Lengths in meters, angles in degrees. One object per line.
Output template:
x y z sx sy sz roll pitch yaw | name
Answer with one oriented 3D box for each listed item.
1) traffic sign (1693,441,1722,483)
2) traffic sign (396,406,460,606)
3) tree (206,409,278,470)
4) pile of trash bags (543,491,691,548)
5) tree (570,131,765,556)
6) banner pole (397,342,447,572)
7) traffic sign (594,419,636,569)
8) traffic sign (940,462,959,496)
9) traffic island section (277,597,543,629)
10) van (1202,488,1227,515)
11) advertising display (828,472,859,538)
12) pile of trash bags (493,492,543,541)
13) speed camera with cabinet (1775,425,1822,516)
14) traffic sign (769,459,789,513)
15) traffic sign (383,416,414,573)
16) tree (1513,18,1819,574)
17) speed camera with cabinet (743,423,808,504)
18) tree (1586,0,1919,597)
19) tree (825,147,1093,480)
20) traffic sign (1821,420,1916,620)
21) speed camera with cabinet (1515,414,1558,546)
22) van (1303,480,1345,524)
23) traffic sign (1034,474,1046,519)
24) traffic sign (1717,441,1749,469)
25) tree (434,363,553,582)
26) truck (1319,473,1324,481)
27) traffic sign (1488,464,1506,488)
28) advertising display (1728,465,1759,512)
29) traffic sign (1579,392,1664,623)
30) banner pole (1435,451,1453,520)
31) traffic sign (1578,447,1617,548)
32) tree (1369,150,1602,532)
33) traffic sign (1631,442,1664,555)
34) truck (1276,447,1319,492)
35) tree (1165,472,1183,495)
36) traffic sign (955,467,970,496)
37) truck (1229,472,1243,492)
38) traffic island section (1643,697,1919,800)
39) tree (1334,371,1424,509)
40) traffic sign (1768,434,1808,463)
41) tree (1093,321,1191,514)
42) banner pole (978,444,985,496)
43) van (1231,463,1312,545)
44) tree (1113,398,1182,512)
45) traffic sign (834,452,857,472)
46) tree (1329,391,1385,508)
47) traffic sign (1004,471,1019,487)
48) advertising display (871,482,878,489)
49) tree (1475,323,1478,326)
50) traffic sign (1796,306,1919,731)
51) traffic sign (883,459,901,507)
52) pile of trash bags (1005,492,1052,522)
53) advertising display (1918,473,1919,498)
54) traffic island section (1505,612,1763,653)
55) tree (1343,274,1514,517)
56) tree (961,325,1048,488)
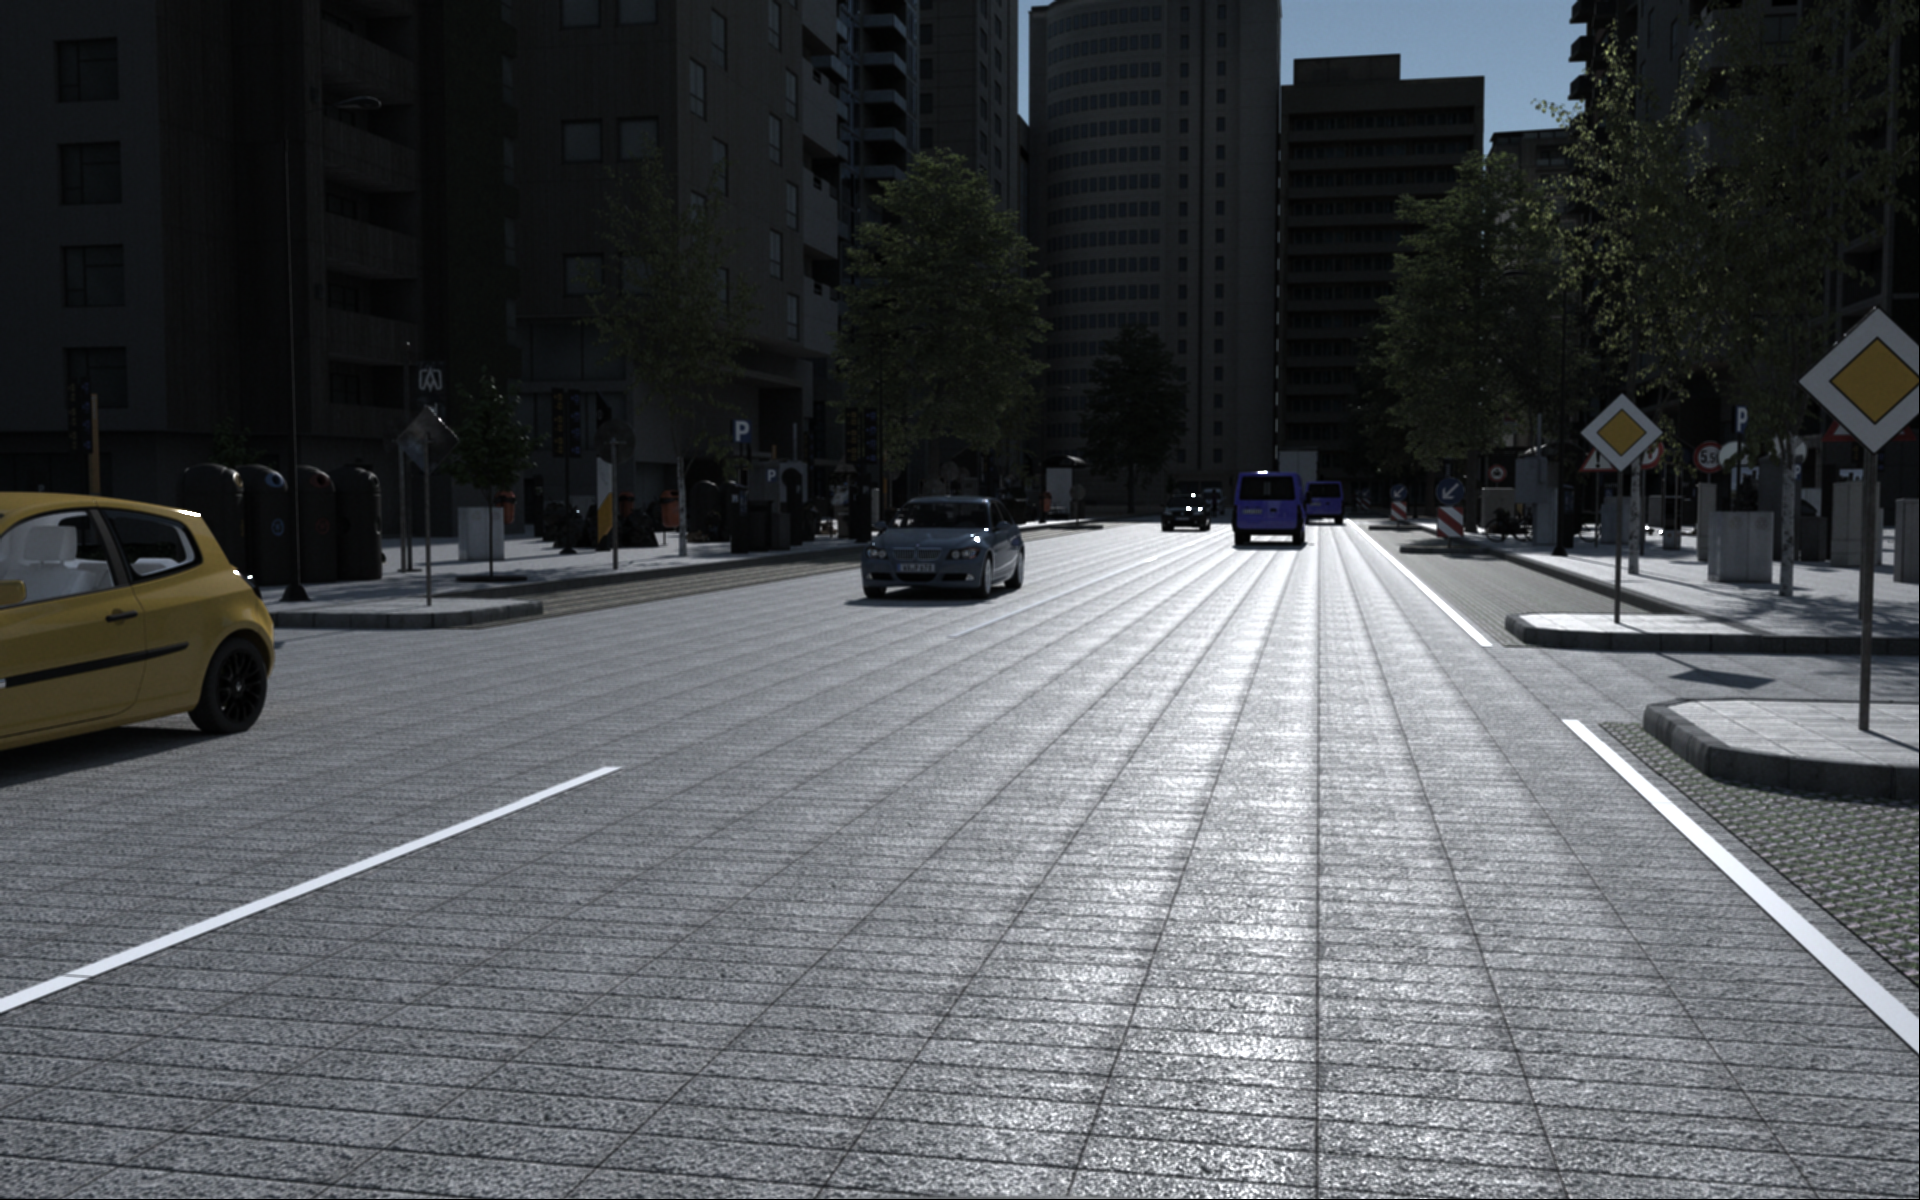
18.079 -2.551 41.822 0.768 2.556 0.104 1 4 13 | traffic sign
-6.087 -0.989 19.805 0.795 2.450 0.064 1 4 12 | traffic sign
-16.596 -2.727 39.189 1.663 3.219 1.824 0 3 0 | tree
-8.146 -1.998 42.417 1.912 1.369 3.447 3 4 38 | pile of trash bags
-5.751 -5.196 35.320 4.737 8.622 4.395 0 3 0 | tree
-8.902 -2.364 28.668 0.863 3.779 0.401 0 4 -6 | banner pole
-5.866 -1.793 29.416 0.768 2.556 0.104 1 4 14 | traffic sign
-0.424 -4.141 67.805 0.768 2.556 0.104 1 4 14 | traffic sign
-6.111 0.147 19.872 2.009 0.180 2.903 1 4 12 | traffic island section
17.573 -6.948 120.619 2.013 2.044 4.112 1 4 10 | van
-3.366 -2.751 50.194 0.974 1.923 0.123 2 4 26 | advertising display
-11.198 -2.327 47.804 3.447 1.369 1.912 0 4 6 | pile of trash bags
23.206 -3.286 48.062 0.660 3.252 2.038 0 4 -5 | speed camera with cabinet
-5.216 -2.929 50.014 0.606 2.300 0.079 1 4 14 | traffic sign
-9.064 -1.715 28.148 0.768 2.556 0.104 1 4 19 | traffic sign
11.014 -4.713 27.412 4.360 8.622 3.978 0 3 0 | tree
-5.302 -3.294 48.189 2.038 3.252 0.660 1 4 8 | speed camera with cabinet
10.150 -4.356 21.576 4.737 8.622 4.395 0 3 0 | tree
-0.430 -8.505 57.184 7.486 12.596 7.792 0 3 0 | tree
9.202 -1.076 17.595 0.884 2.594 0.081 1 4 13 | traffic sign
14.566 -2.994 43.285 0.660 3.252 2.038 3 5 42 | speed camera with cabinet
17.642 -4.892 84.373 2.240 2.365 5.245 1 4 10 | van
4.057 -5.245 87.892 0.606 2.300 0.079 1 4 17 | traffic sign
18.539 -2.532 41.496 0.768 2.556 0.104 1 4 21 | traffic sign
-7.024 -1.904 25.740 1.663 3.219 1.824 0 3 0 | tree
24.740 -7.994 126.618 3.469 3.379 9.791 1 4 13 | truck
22.937 -4.521 74.024 0.768 2.556 0.104 1 4 15 | traffic sign
17.270 -1.998 37.874 0.123 1.923 0.974 -2 4 -30 | advertising display
6.535 -0.828 17.173 0.795 2.450 0.064 1 4 12 | traffic sign
23.961 -5.848 85.639 0.863 3.779 0.401 1 4 20 | banner pole
15.264 -2.537 41.480 0.884 2.594 0.081 1 4 19 | traffic sign
17.279 -8.512 57.300 7.486 12.596 7.792 0 3 0 | tree
14.269 -2.206 36.168 0.768 2.556 0.104 1 4 16 | traffic sign
21.177 -7.350 109.087 2.839 4.237 11.283 1 4 10 | truck
18.151 -9.465 149.361 1.663 3.219 1.824 0 3 0 | tree
0.081 -5.029 82.324 0.768 2.556 0.104 1 4 17 | traffic sign
25.871 -9.652 153.729 3.469 3.379 9.791 1 4 12 | truck
4.936 0.786 9.426 2.009 0.180 2.903 1 4 12 | traffic island section
37.340 -14.265 150.242 9.611 12.733 9.660 0 3 0 | tree
17.177 -2.197 36.033 0.768 2.556 0.104 1 4 16 | traffic sign
11.673 -11.964 113.731 7.486 12.596 7.792 0 3 0 | tree
0.837 -4.833 69.038 0.401 3.779 0.863 2 4 26 | banner pole
9.033 -2.808 50.294 2.240 2.365 5.245 1 4 13 | van
14.623 -11.119 132.165 4.737 8.622 4.395 0 3 0 | tree
-3.484 -3.214 52.555 0.884 2.594 0.081 1 4 15 | traffic sign
39.867 -15.415 162.397 12.009 13.543 11.850 0 3 0 | tree
2.586 -5.261 87.203 0.795 2.450 0.064 1 4 16 | traffic sign
-4.746 -5.412 93.700 0.123 1.923 0.974 2 4 28 | advertising display
16.701 -6.056 49.379 4.360 8.622 3.978 0 3 0 | tree
4.911 -0.349 9.354 0.795 2.450 0.064 1 4 12 | traffic sign
-2.540 -3.879 63.532 0.768 2.556 0.104 1 4 15 | traffic sign
2.814 -4.353 80.930 3.447 1.369 1.912 -2 4 -32 | pile of trash bags
27.428 -2.653 48.598 0.974 1.923 0.123 3 5 40 | advertising display
6.560 0.308 17.245 2.009 0.180 2.903 1 4 12 | traffic island section
26.916 -11.728 98.402 9.857 13.997 8.962 0 3 0 | tree
1.754 -7.448 72.137 4.737 8.622 4.395 0 3 0 | tree
